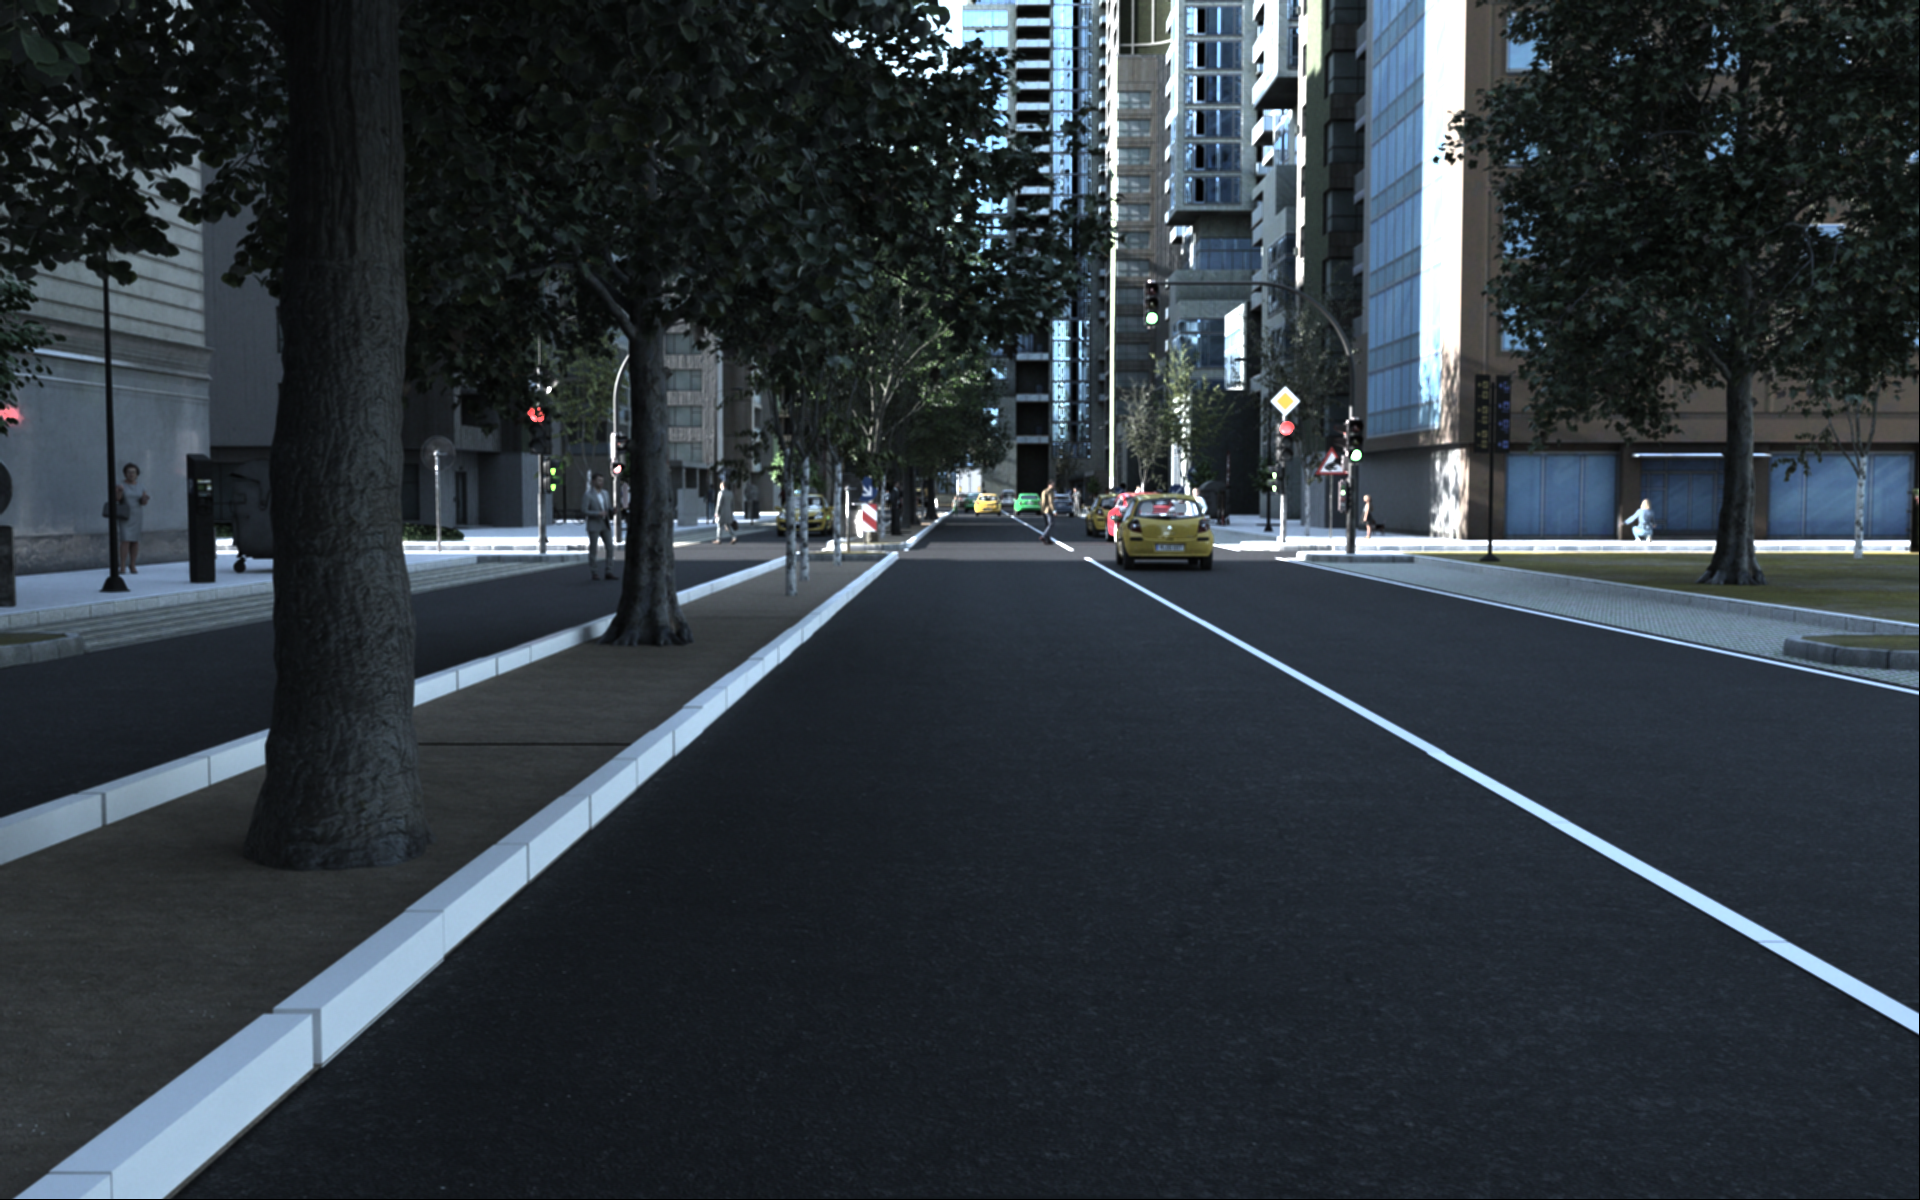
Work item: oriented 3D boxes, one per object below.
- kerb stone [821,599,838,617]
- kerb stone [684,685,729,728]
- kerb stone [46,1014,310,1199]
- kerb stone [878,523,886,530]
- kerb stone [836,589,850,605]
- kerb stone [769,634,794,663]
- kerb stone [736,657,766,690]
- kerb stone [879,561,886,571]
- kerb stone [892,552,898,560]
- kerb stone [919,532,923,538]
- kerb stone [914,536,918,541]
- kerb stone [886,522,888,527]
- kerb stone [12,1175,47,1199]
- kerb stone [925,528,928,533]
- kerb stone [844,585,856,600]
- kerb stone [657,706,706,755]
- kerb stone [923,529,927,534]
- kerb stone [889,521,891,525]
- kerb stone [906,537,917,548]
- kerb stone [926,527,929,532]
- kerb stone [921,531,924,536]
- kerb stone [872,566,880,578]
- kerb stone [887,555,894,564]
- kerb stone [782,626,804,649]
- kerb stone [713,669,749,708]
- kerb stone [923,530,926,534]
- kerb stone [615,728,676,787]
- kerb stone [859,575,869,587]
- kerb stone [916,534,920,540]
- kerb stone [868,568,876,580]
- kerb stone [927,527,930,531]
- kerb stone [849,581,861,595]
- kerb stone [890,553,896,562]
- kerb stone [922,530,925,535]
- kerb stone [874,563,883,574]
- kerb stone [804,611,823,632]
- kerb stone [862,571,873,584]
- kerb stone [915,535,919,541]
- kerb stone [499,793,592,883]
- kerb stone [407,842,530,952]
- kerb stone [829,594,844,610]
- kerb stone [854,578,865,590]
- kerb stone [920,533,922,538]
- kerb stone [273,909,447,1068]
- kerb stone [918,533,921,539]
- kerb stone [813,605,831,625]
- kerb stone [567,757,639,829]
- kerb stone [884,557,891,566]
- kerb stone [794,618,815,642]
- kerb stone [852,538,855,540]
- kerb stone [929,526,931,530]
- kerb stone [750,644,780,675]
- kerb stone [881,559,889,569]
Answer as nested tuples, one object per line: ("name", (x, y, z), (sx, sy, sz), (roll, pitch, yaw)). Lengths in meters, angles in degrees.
("kerb stone", (-1.548, 0.123, 20.179), (0.120, 0.150, 1.000), (0, 4, 0))
("kerb stone", (-1.611, 0.687, 10.963), (0.120, 0.150, 1.000), (0, 4, 0))
("kerb stone", (-1.668, 1.130, 3.793), (0.120, 0.150, 1.000), (0, 4, 0))
("kerb stone", (-3.290, -3.107, 73.021), (0.120, 0.150, 1.000), (0, 4, 0))
("kerb stone", (-1.543, -0.003, 22.237), (0.120, 0.150, 1.000), (0, 4, 0))
("kerb stone", (-1.580, 0.436, 15.065), (0.120, 0.150, 1.000), (0, 4, 0))
("kerb stone", (-1.599, 0.571, 13.020), (0.120, 0.150, 1.000), (0, 4, 0))
("kerb stone", (-1.477, -0.568, 31.478), (0.120, 0.150, 1.000), (0, 4, 0))
("kerb stone", (-1.440, -0.879, 36.615), (0.120, 0.150, 1.000), (0, 4, 0))
("kerb stone", (-1.324, -1.979, 54.557), (0.120, 0.150, 1.000), (0, 4, 0))
("kerb stone", (-1.353, -1.667, 49.444), (0.120, 0.150, 1.000), (0, 4, 0))
("kerb stone", (-3.287, -3.171, 74.043), (0.120, 0.150, 1.000), (0, 4, 0))
("kerb stone", (-1.665, 1.188, 2.771), (0.120, 0.150, 1.000), (0, 4, 0))
("kerb stone", (-1.278, -2.355, 60.697), (0.120, 0.150, 1.000), (0, 4, 0))
("kerb stone", (-1.531, -0.059, 23.268), (0.120, 0.150, 1.000), (0, 4, 0))
("kerb stone", (-1.613, 0.757, 9.942), (0.120, 0.150, 1.000), (0, 4, 0))
("kerb stone", (-1.287, -2.230, 58.653), (0.120, 0.150, 1.000), (0, 4, 0))
("kerb stone", (-3.255, -3.486, 79.184), (0.120, 0.150, 1.000), (0, 4, 0))
("kerb stone", (-1.353, -1.600, 48.412), (0.120, 0.150, 1.000), (0, 4, 0))
("kerb stone", (-1.273, -2.417, 61.719), (0.120, 0.150, 1.000), (0, 4, 0))
("kerb stone", (-1.311, -2.042, 55.579), (0.120, 0.150, 1.000), (0, 4, 0))
("kerb stone", (-1.482, -0.438, 29.425), (0.120, 0.150, 1.000), (0, 4, 0))
("kerb stone", (-1.453, -0.756, 34.563), (0.120, 0.150, 1.000), (0, 4, 0))
("kerb stone", (-1.578, 0.374, 16.087), (0.120, 0.150, 1.000), (0, 4, 0))
("kerb stone", (-1.604, 0.624, 11.990), (0.120, 0.150, 1.000), (0, 4, 0))
("kerb stone", (-1.294, -2.167, 57.630), (0.120, 0.150, 1.000), (0, 4, 0))
("kerb stone", (-1.624, 0.814, 8.916), (0.120, 0.150, 1.000), (0, 4, 0))
("kerb stone", (-1.510, -0.247, 26.350), (0.120, 0.150, 1.000), (0, 4, 0))
("kerb stone", (-1.343, -1.788, 51.491), (0.120, 0.150, 1.000), (0, 4, 0))
("kerb stone", (-1.499, -0.379, 28.395), (0.120, 0.150, 1.000), (0, 4, 0))
("kerb stone", (-1.262, -2.480, 62.743), (0.120, 0.150, 1.000), (0, 4, 0))
("kerb stone", (-1.520, -0.128, 24.290), (0.120, 0.150, 1.000), (0, 4, 0))
("kerb stone", (-1.444, -0.819, 35.584), (0.120, 0.150, 1.000), (0, 4, 0))
("kerb stone", (-1.303, -2.104, 56.603), (0.120, 0.150, 1.000), (0, 4, 0))
("kerb stone", (-1.479, -0.505, 30.456), (0.120, 0.150, 1.000), (0, 4, 0))
("kerb stone", (-1.564, 0.254, 18.134), (0.120, 0.150, 1.000), (0, 4, 0))
("kerb stone", (-1.497, -0.317, 27.373), (0.120, 0.150, 1.000), (0, 4, 0))
("kerb stone", (-1.345, -1.729, 50.467), (0.120, 0.150, 1.000), (0, 4, 0))
("kerb stone", (-1.640, 0.938, 6.864), (0.120, 0.150, 1.000), (0, 4, 0))
("kerb stone", (-1.648, 1.000, 5.842), (0.120, 0.150, 1.000), (0, 4, 0))
("kerb stone", (-1.548, 0.062, 21.204), (0.120, 0.150, 1.000), (0, 4, 0))
("kerb stone", (-1.515, -0.191, 25.315), (0.120, 0.150, 1.000), (0, 4, 0))
("kerb stone", (-1.327, -1.917, 53.535), (0.120, 0.150, 1.000), (0, 4, 0))
("kerb stone", (-1.650, 1.063, 4.820), (0.120, 0.150, 1.000), (0, 4, 0))
("kerb stone", (-1.333, -1.854, 52.513), (0.120, 0.150, 1.000), (0, 4, 0))
("kerb stone", (-1.556, 0.186, 19.157), (0.120, 0.150, 1.000), (0, 4, 0))
("kerb stone", (-1.630, 0.878, 7.889), (0.120, 0.150, 1.000), (0, 4, 0))
("kerb stone", (-1.460, -0.694, 33.541), (0.120, 0.150, 1.000), (0, 4, 0))
("kerb stone", (-1.563, 0.316, 17.111), (0.120, 0.150, 1.000), (0, 4, 0))
("kerb stone", (-3.423, -1.918, 53.548), (0.120, 0.150, 1.000), (0, 4, 0))
("kerb stone", (-1.249, -2.605, 64.790), (0.120, 0.150, 1.000), (0, 4, 0))
("kerb stone", (-1.592, 0.499, 14.042), (0.120, 0.150, 1.000), (0, 4, 0))
("kerb stone", (-1.469, -0.626, 32.510), (0.120, 0.150, 1.000), (0, 4, 0))
